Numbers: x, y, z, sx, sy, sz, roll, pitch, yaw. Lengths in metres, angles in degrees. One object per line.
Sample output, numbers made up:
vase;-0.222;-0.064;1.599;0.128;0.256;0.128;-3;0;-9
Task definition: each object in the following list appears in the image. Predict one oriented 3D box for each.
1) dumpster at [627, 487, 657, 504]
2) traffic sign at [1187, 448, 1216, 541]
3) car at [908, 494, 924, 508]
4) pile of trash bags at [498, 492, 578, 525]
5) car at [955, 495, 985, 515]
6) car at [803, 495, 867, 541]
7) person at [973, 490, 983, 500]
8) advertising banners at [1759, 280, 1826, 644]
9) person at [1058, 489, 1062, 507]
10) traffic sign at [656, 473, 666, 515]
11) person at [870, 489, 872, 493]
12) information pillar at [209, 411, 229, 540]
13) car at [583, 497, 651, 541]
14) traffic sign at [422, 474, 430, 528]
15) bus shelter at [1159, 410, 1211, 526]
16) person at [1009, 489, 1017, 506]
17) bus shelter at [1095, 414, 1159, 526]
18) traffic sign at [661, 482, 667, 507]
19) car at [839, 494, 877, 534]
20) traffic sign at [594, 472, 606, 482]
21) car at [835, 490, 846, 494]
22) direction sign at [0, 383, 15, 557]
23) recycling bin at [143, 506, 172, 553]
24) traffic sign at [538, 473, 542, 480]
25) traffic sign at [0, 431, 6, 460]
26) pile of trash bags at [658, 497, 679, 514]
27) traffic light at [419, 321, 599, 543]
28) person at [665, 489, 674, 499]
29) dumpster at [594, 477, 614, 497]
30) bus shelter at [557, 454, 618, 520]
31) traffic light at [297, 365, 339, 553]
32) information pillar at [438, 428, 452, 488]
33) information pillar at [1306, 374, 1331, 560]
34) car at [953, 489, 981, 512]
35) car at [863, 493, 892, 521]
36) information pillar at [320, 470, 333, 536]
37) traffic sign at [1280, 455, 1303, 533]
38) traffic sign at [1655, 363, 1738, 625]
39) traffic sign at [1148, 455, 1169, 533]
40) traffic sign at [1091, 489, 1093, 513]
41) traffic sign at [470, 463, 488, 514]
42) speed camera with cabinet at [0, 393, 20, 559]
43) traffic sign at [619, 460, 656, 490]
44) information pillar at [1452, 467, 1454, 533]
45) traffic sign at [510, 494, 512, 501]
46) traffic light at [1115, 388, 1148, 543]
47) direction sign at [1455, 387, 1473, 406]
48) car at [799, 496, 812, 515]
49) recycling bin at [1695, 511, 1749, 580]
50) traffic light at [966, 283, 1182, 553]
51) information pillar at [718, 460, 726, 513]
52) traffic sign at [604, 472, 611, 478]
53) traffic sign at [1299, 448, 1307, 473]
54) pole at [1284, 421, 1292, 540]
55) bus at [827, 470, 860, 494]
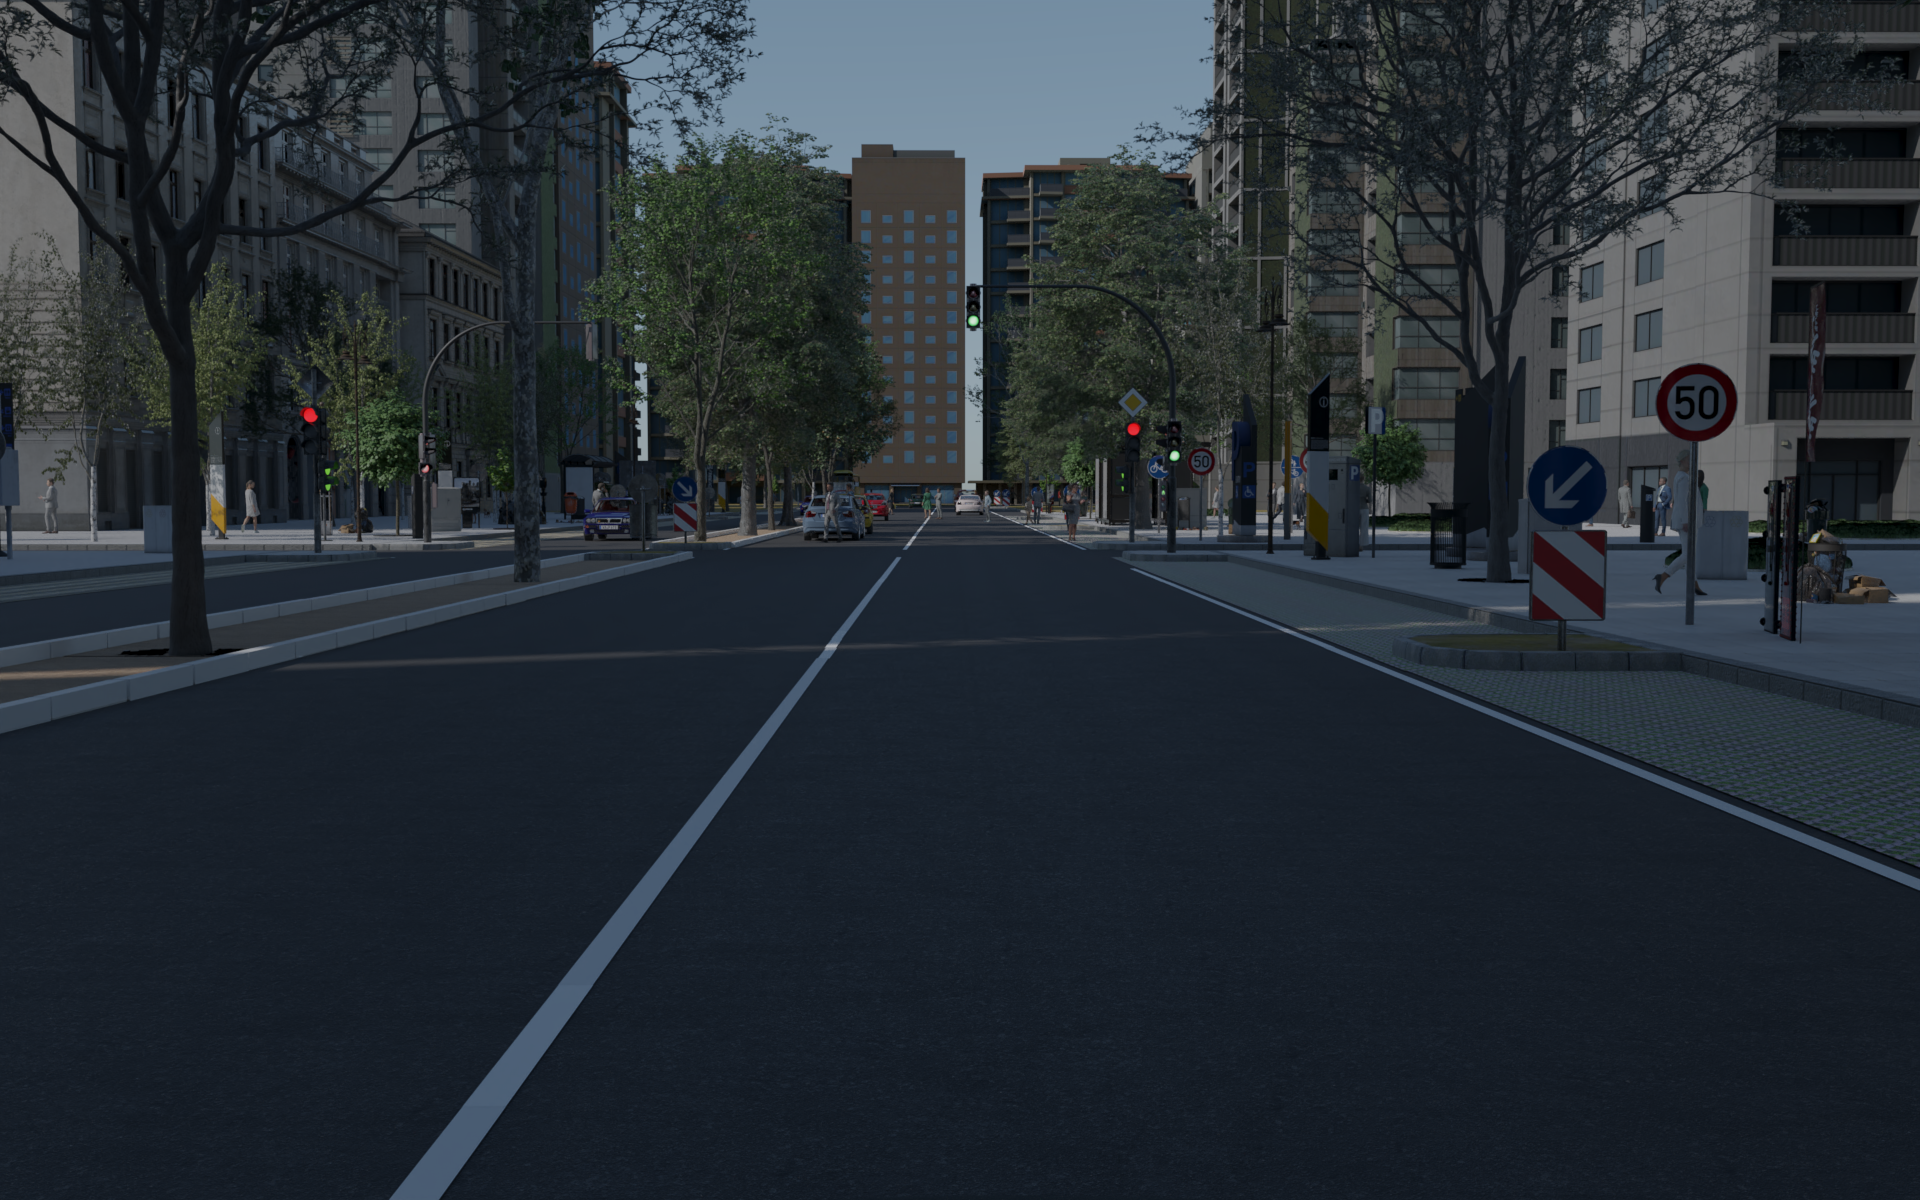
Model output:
dumpster;-18.326;-5.938;99.585;1.502;2.255;1.985;0;4;0
traffic sign;6.613;-2.899;47.510;0.768;2.556;0.104;0;4;3
car;-4.240;-10.075;174.504;2.009;1.686;4.222;0;4;1
pile of trash bags;-17.984;-3.912;73.711;3.447;1.369;1.912;0;4;-7
car;0.683;-6.474;118.216;2.083;1.381;4.827;0;4;1
car;-3.954;-2.607;54.627;2.014;1.417;4.499;0;3;0
person;1.220;-7.504;131.705;1.217;1.766;0.721;1;4;18
advertising banners;7.333;-1.167;15.260;0.090;3.025;2.074;1;4;15
person;10.283;-10.527;178.099;0.705;1.831;1.348;0;4;4
traffic sign;-18.206;-6.421;105.089;0.768;2.556;0.104;0;4;3
person;-7.272;-8.156;141.828;1.348;1.826;0.705;-2;4;-27
information pillar;-20.956;-3.521;48.918;0.504;3.616;0.183;2;4;23
car;-10.715;-2.554;54.337;1.945;1.354;3.894;0;4;-2
traffic sign;-20.559;-3.921;66.244;0.606;2.300;0.079;0;4;2
bus shelter;8.997;-5.876;73.702;2.179;5.291;8.768;0;4;0
person;5.847;-11.374;192.144;1.348;1.807;0.705;-2;4;-33
bus shelter;6.762;-5.884;73.840;2.179;5.291;8.768;0;4;0
traffic sign;-20.275;-7.146;118.965;0.606;2.300;0.079;0;4;6
car;-4.030;-3.246;63.303;2.015;1.641;3.980;0;4;-2
traffic sign;-20.530;-6.029;98.676;0.768;2.556;0.104;1;4;9
car;-11.134;-9.531;164.500;2.281;1.827;5.304;0;4;-2
direction sign;-19.673;-2.652;35.365;0.876;3.537;0.379;1;4;13
recycling bin;-17.295;-1.546;37.823;0.722;1.027;0.722;1;4;17
traffic sign;-16.477;-4.070;66.545;0.884;2.594;0.081;0;4;5
traffic sign;-17.704;-1.918;31.461;0.768;2.556;0.104;0;4;2
pile of trash bags;-19.820;-6.267;112.217;3.447;1.369;1.912;-1;4;-10
traffic light;-11.936;-4.341;45.640;4.771;5.953;1.251;0;4;0
person;-29.693;-10.403;176.654;1.217;1.766;0.721;2;4;33
dumpster;-19.960;-5.745;96.428;1.502;2.255;1.985;0;4;0
bus shelter;-19.158;-5.842;89.434;2.014;3.302;5.546;0;4;0
traffic light;-13.966;-2.978;37.604;0.839;4.253;0.868;0;4;0
information pillar;-18.220;-4.282;61.367;0.504;3.616;0.183;-1;4;-11
information pillar;6.972;-2.588;33.671;0.504;3.616;0.183;-2;4;-26
car;0.577;-7.970;138.987;2.281;1.827;5.304;0;4;0
car;-4.745;-5.173;93.611;2.155;1.783;4.494;0;4;-2
information pillar;-19.560;-2.994;53.437;0.304;2.012;0.304;0;4;-8
traffic sign;10.881;-3.465;56.766;0.768;2.556;0.104;0;4;7
traffic sign;7.165;-1.029;16.930;0.768;2.556;0.104;1;4;8
traffic sign;6.547;-3.476;56.932;0.768;2.556;0.104;1;4;8
traffic sign;8.748;-7.009;114.697;0.768;2.556;0.104;0;4;2
traffic sign;-19.918;-4.376;71.652;0.768;2.556;0.104;0;4;6
speed camera with cabinet;-19.525;-2.417;33.858;2.038;3.252;0.660;0;4;6
traffic sign;-19.500;-6.783;104.777;2.265;3.308;0.079;0;4;7
information pillar;13.662;-2.623;47.386;0.304;2.012;0.304;0;4;4
traffic sign;-21.030;-4.949;81.027;0.768;2.556;0.104;0;4;5
traffic light;4.533;-3.476;45.746;0.839;4.253;0.868;0;4;0
direction sign;10.795;-2.764;37.187;0.379;3.537;0.876;0;4;-6
car;-9.880;-6.410;117.387;1.945;1.354;3.894;0;4;-1
recycling bin;11.494;-0.836;26.219;0.722;1.027;0.722;1;4;17
traffic light;2.503;-3.849;37.604;4.771;5.953;1.251;0;4;0
information pillar;-16.367;-7.814;119.106;0.504;3.616;0.183;0;4;2
traffic sign;-20.901;-6.229;101.948;0.768;2.556;0.104;0;4;5
traffic sign;9.445;-2.826;46.312;0.768;2.556;0.104;1;4;8
pole;9.192;-3.347;48.561;0.158;3.312;0.155;0;3;0
bus;-12.039;-11.591;181.060;2.896;3.916;12.252;0;3;0
